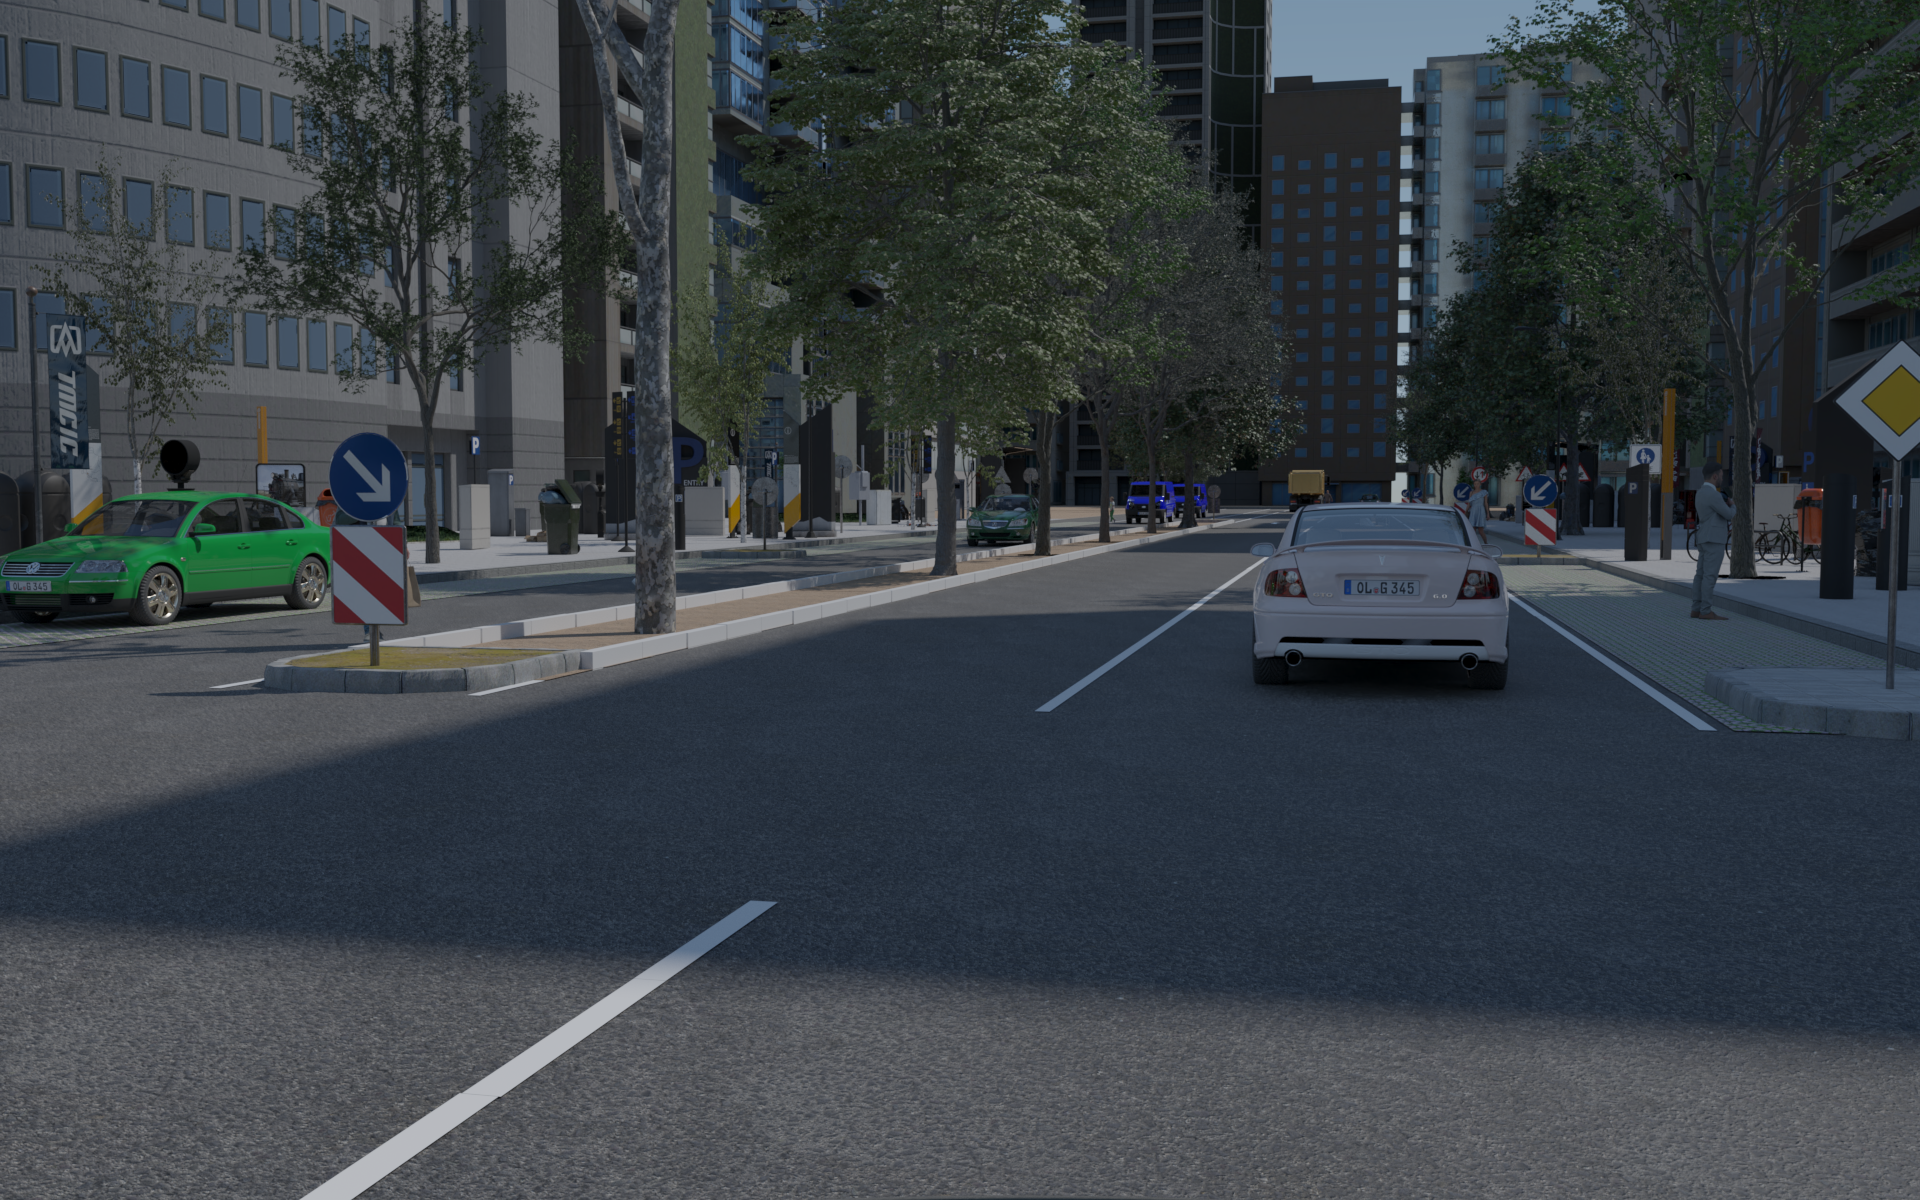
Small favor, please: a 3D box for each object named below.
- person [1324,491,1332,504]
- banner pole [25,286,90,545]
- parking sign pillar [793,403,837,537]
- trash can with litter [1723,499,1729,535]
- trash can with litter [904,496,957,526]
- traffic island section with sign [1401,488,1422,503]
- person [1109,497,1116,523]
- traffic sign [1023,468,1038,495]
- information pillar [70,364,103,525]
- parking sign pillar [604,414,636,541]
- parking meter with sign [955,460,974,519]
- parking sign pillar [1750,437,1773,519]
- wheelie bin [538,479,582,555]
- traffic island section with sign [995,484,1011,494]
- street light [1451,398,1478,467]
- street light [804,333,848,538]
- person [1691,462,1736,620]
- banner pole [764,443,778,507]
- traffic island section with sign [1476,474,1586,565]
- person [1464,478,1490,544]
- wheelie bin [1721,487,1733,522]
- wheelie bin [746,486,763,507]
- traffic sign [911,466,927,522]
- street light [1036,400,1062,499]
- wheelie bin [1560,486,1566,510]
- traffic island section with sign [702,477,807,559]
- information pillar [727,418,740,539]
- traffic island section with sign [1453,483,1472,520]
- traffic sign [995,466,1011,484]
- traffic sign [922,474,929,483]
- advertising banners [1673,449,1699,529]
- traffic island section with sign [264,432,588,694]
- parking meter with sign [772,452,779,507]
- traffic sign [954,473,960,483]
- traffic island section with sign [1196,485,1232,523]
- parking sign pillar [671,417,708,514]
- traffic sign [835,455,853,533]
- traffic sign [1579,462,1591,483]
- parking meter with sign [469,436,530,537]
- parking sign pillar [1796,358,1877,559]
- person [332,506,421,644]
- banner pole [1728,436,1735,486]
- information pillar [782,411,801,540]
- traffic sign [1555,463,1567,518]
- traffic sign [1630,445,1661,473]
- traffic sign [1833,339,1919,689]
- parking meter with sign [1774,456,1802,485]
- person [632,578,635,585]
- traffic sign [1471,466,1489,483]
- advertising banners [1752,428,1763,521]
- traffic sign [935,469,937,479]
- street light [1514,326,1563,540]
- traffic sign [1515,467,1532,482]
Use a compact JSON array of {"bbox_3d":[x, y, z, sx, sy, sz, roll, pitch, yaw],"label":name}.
[{"bbox_3d":[34.023,-9.250,160.287,0.990,1.755,0.434,3,4,38],"label":"person"},{"bbox_3d":[-11.043,-1.905,21.158,0.401,3.779,0.863,3,4,38],"label":"banner pole"},{"bbox_3d":[-4.408,-3.872,51.786,1.447,3.967,1.447,1,4,13],"label":"parking sign pillar"},{"bbox_3d":[18.979,-1.963,43.481,0.624,1.170,1.055,2,4,25],"label":"trash can with litter"},{"bbox_3d":[-1.278,-3.550,69.107,2.233,1.210,1.678,1,4,11],"label":"trash can with litter"},{"bbox_3d":[29.112,-6.252,110.847,1.989,1.847,2.006,1,4,13],"label":"traffic island section with sign"},{"bbox_3d":[7.513,-4.442,85.373,0.306,1.304,0.590,3,5,41],"label":"person"},{"bbox_3d":[3.414,-5.139,84.130,0.768,2.556,0.104,1,4,22],"label":"traffic sign"},{"bbox_3d":[-14.143,-2.240,27.984,0.183,3.616,0.504,3,4,39],"label":"information pillar"},{"bbox_3d":[-9.235,-3.666,48.410,1.447,3.967,1.447,0,4,1],"label":"parking sign pillar"},{"bbox_3d":[-0.162,-5.693,89.349,1.738,3.016,0.543,-1,4,-20],"label":"parking meter with sign"},{"bbox_3d":[32.193,-5.001,70.238,1.447,3.967,1.447,3,5,43],"label":"parking sign pillar"},{"bbox_3d":[-8.470,-1.765,36.766,0.693,1.594,0.980,0,4,7],"label":"wheelie bin"},{"bbox_3d":[1.582,-3.494,65.751,1.989,1.847,2.006,1,4,13],"label":"traffic island section with sign"},{"bbox_3d":[24.218,-6.759,83.055,1.470,5.913,1.316,1,4,13],"label":"street light"},{"bbox_3d":[-3.819,-4.747,50.147,1.470,5.913,1.316,1,4,13],"label":"street light"},{"bbox_3d":[8.620,-0.677,19.742,0.466,1.800,0.511,-1,4,-9],"label":"person"},{"bbox_3d":[-9.123,-5.756,84.133,0.863,3.779,0.401,-2,4,-27],"label":"banner pole"},{"bbox_3d":[11.752,-1.653,35.650,1.989,1.847,2.006,1,4,13],"label":"traffic island section with sign"},{"bbox_3d":[12.423,-2.021,41.634,0.778,1.811,0.616,-3,5,-44],"label":"person"},{"bbox_3d":[35.339,-4.408,79.985,0.980,1.594,0.693,-3,5,-43],"label":"wheelie bin"},{"bbox_3d":[-8.083,-3.660,67.744,0.693,1.594,0.980,-3,5,-40],"label":"wheelie bin"},{"bbox_3d":[-1.912,-4.865,79.653,0.768,2.556,0.104,1,4,17],"label":"traffic sign"},{"bbox_3d":[4.307,-6.864,84.766,1.470,5.913,1.316,1,4,13],"label":"street light"},{"bbox_3d":[24.492,-3.759,69.364,0.980,1.594,0.693,0,4,4],"label":"wheelie bin"},{"bbox_3d":[-4.556,-1.865,39.117,1.989,1.847,2.006,1,4,13],"label":"traffic island section with sign"},{"bbox_3d":[-6.555,-3.595,50.138,0.183,3.616,0.504,2,4,26],"label":"information pillar"},{"bbox_3d":[17.813,-3.259,61.918,1.989,1.847,2.006,1,4,13],"label":"traffic island section with sign"},{"bbox_3d":[1.907,-4.882,79.824,0.884,2.594,0.081,1,4,14],"label":"traffic sign"},{"bbox_3d":[-1.817,-4.980,81.524,0.768,2.556,0.104,1,4,16],"label":"traffic sign"},{"bbox_3d":[26.556,-4.079,62.876,2.074,3.025,0.090,-1,4,-13],"label":"advertising banners"},{"bbox_3d":[-4.237,-0.325,13.443,2.006,1.907,1.989,1,4,13],"label":"traffic island section with sign"},{"bbox_3d":[-6.861,-4.607,71.581,1.738,3.016,0.543,-2,4,-30],"label":"parking meter with sign"},{"bbox_3d":[-0.437,-5.058,82.694,0.884,2.594,0.081,1,4,17],"label":"traffic sign"},{"bbox_3d":[12.648,-4.803,86.667,2.006,1.907,1.989,1,4,13],"label":"traffic island section with sign"},{"bbox_3d":[-9.338,-4.346,59.522,1.447,3.967,1.447,-1,4,-15],"label":"parking sign pillar"},{"bbox_3d":[-3.893,-3.467,56.792,0.768,2.556,0.104,1,4,17],"label":"traffic sign"},{"bbox_3d":[25.328,-4.332,70.824,0.884,2.594,0.081,1,4,15],"label":"traffic sign"},{"bbox_3d":[-13.882,-3.431,52.362,1.738,3.016,0.543,1,4,9],"label":"parking meter with sign"},{"bbox_3d":[17.512,-2.819,34.559,1.447,3.967,1.447,-1,4,-11],"label":"parking sign pillar"},{"bbox_3d":[-5.453,-0.476,16.264,0.794,1.824,0.713,-2,4,-35],"label":"person"},{"bbox_3d":[29.433,-4.610,65.383,0.863,3.779,0.401,1,4,12],"label":"banner pole"},{"bbox_3d":[-4.731,-3.503,48.635,0.504,3.616,0.183,1,4,18],"label":"information pillar"},{"bbox_3d":[25.139,-4.414,72.169,0.884,2.594,0.081,1,4,17],"label":"traffic sign"},{"bbox_3d":[14.129,-2.057,35.755,0.606,2.300,0.079,1,4,18],"label":"traffic sign"},{"bbox_3d":[6.116,-0.470,11.333,0.795,2.450,0.064,1,4,13],"label":"traffic sign"},{"bbox_3d":[37.407,-4.978,77.655,0.543,3.016,1.738,-2,4,-30],"label":"parking meter with sign"},{"bbox_3d":[-4.557,-1.002,25.554,0.598,1.740,0.731,-2,4,-31],"label":"person"},{"bbox_3d":[23.900,-4.867,79.685,0.768,2.556,0.104,1,4,17],"label":"traffic sign"},{"bbox_3d":[20.605,-2.997,45.191,0.090,3.025,2.074,3,5,40],"label":"advertising banners"},{"bbox_3d":[-0.828,-4.911,80.408,0.768,2.556,0.104,1,4,17],"label":"traffic sign"},{"bbox_3d":[16.024,-4.616,48.008,1.470,5.913,1.316,1,4,13],"label":"street light"},{"bbox_3d":[23.918,-4.477,73.209,0.884,2.594,0.081,1,4,18],"label":"traffic sign"}]
